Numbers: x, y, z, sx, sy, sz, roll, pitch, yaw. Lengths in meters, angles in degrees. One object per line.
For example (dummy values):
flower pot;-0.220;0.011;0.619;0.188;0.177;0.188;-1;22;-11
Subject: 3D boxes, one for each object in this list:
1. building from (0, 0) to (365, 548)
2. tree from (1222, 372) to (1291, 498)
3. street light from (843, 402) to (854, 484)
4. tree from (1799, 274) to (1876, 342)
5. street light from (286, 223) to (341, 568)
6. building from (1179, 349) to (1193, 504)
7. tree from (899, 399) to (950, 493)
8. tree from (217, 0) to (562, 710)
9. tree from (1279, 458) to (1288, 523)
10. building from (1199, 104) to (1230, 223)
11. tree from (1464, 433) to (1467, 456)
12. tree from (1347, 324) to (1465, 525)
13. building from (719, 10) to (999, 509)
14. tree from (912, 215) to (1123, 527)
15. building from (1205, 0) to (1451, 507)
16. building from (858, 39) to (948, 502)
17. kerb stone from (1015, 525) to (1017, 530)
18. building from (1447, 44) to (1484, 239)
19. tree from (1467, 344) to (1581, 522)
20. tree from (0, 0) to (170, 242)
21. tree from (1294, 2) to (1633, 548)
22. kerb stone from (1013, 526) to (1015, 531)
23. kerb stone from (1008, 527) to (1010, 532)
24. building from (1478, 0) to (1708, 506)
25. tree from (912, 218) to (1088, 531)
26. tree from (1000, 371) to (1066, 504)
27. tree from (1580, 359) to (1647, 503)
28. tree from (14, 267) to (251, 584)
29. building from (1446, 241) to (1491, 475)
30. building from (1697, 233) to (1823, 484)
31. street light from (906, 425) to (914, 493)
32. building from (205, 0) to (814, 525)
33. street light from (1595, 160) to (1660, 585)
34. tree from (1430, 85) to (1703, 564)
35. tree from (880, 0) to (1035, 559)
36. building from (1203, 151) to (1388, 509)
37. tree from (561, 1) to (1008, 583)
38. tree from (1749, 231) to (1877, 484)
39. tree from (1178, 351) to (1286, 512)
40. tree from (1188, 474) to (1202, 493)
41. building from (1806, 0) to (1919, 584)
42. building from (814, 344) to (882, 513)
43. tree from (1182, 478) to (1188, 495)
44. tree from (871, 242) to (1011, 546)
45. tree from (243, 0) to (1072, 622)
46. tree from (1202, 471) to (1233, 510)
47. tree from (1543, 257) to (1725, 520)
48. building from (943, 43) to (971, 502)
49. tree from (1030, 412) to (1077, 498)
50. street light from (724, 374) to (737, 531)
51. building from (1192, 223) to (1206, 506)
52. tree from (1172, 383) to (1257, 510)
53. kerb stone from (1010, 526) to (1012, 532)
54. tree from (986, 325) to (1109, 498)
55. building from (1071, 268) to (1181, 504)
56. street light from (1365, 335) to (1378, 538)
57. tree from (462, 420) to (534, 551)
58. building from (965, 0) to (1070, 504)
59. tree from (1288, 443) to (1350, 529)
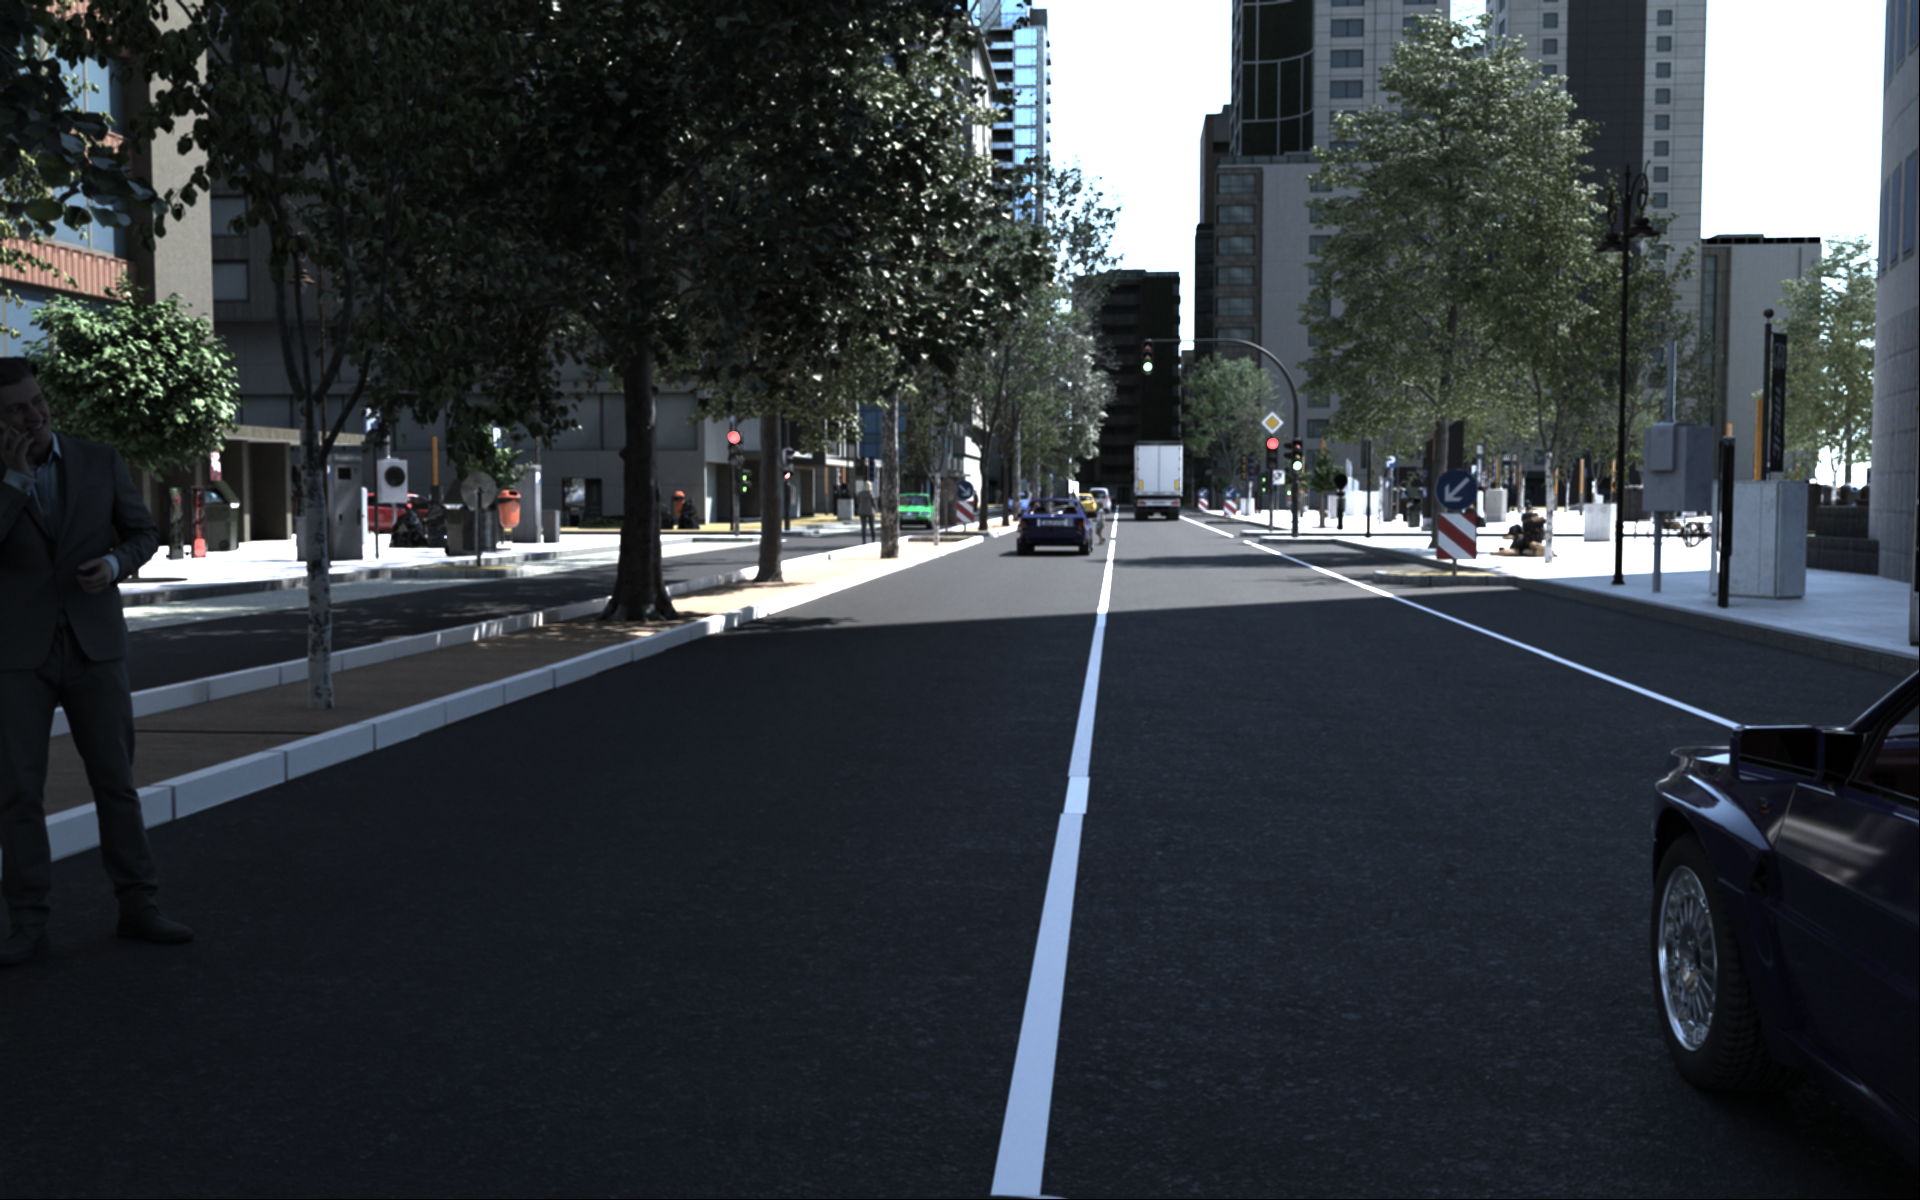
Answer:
building;-32.629;-23.558;39.806;28.867;44.769;22.147;0;4;5
tree;17.826;-9.488;105.494;4.360;8.622;3.978;0;3;0
street light;-5.644;-6.995;87.160;0.468;5.910;1.993;0;4;5
tree;29.745;-6.642;58.951;4.737;8.622;4.395;0;3;0
street light;-10.934;-3.484;29.744;0.468;5.910;1.993;0;4;5
building;43.935;-23.588;230.710;28.899;21.520;27.650;0;4;5
tree;-2.797;-10.860;127.931;4.737;8.622;4.395;0;3;0
tree;-4.230;-3.559;11.014;4.737;8.622;4.395;0;3;0
tree;15.189;-5.114;78.212;1.663;3.219;1.824;0;3;0
building;34.644;-33.586;199.247;14.600;45.320;14.200;0;4;5
tree;24.899;-8.674;92.188;4.360;8.622;3.978;0;3;0
tree;17.473;-7.377;70.983;4.360;8.622;3.978;0;3;0
building;-10.345;-37.148;196.605;27.495;52.752;28.713;0;4;5
tree;2.033;-9.976;75.929;12.009;13.543;11.850;0;3;0
building;34.639;-44.531;166.330;20.563;71.187;20.611;0;4;5
building;-8.591;-30.178;143.526;14.600;45.320;14.200;0;4;5
kerb stone;2.034;-2.794;67.879;0.120;0.150;1.000;0;4;5
building;73.269;-41.646;222.909;28.212;58.520;21.231;0;4;5
tree;26.035;-7.923;79.906;4.360;8.622;3.978;0;3;0
tree;-4.859;-5.773;3.495;9.857;13.997;8.962;0;3;0
tree;11.761;-7.493;40.631;7.486;12.596;7.792;0;3;0
kerb stone;1.942;-2.729;66.861;0.120;0.150;1.000;0;4;5
kerb stone;1.652;-2.544;63.792;0.120;0.150;1.000;0;4;5
building;69.090;-46.190;193.456;20.611;71.187;20.563;0;4;5
tree;0.970;-8.335;64.485;9.928;11.665;9.643;0;3;0
tree;4.040;-8.985;99.731;4.737;8.622;4.395;0;3;0
tree;33.097;-8.521;89.676;4.360;8.622;3.978;0;3;0
tree;-12.163;-2.548;25.376;4.285;4.588;4.351;0;3;0
building;52.010;-26.105;198.521;14.107;30.474;14.160;0;4;5
building;87.327;-25.947;195.927;14.107;30.474;14.160;0;4;5
street light;-3.210;-8.587;113.185;0.468;5.910;1.993;0;4;5
building;-20.545;-30.260;83.983;28.713;52.752;27.495;0;4;5
street light;9.357;-3.159;24.443;0.468;5.910;1.993;0;4;5
tree;10.906;-4.965;31.535;4.737;8.622;4.395;0;3;0
tree;-2.682;-11.032;38.726;12.611;20.169;13.585;0;3;0
building;28.938;-23.148;150.176;14.160;30.474;14.107;0;4;5
tree;-3.142;-6.576;28.105;7.486;12.596;7.792;0;3;0
tree;38.670;-9.625;75.503;7.486;12.596;7.792;0;3;0
tree;19.577;-12.176;124.839;9.928;11.665;9.643;0;3;0
tree;23.113;-10.507;166.387;1.663;3.219;1.824;0;3;0
building;23.530;-29.187;19.209;21.231;58.520;28.212;0;4;5
building;-15.956;-41.923;123.695;20.563;71.187;20.611;0;4;5
tree;25.821;-12.649;201.418;1.663;3.219;1.824;0;3;0
tree;-0.642;-5.791;47.497;4.360;8.622;3.978;0;3;0
tree;-3.622;-6.117;19.476;9.611;12.733;9.660;0;3;0
tree;21.452;-9.062;142.757;1.663;3.219;1.824;0;3;0
tree;26.519;-8.195;68.395;7.601;10.594;8.767;2;4;31
building;-11.502;-33.444;166.415;23.786;49.044;30.456;0;4;5
tree;6.639;-10.645;126.872;4.360;8.622;3.978;0;3;0
street light;-8.006;-5.373;60.644;0.468;5.910;1.993;0;4;5
building;31.987;-25.323;185.732;14.160;30.474;14.107;0;4;5
tree;20.082;-12.363;136.541;7.601;10.594;8.767;0;4;-5
kerb stone;1.749;-2.606;64.810;0.120;0.150;1.000;0;4;5
tree;5.860;-12.871;119.555;9.857;13.997;8.962;0;3;0
building;21.462;-27.731;225.102;14.107;30.474;14.160;0;4;5
street light;11.875;-4.735;50.207;0.468;5.910;1.993;0;4;5
tree;-10.698;-2.724;39.141;1.663;3.219;1.824;0;3;0
building;-0.940;-56.096;229.843;31.000;86.520;22.319;0;4;5
tree;13.502;-4.279;64.564;1.663;3.219;1.824;0;3;0
